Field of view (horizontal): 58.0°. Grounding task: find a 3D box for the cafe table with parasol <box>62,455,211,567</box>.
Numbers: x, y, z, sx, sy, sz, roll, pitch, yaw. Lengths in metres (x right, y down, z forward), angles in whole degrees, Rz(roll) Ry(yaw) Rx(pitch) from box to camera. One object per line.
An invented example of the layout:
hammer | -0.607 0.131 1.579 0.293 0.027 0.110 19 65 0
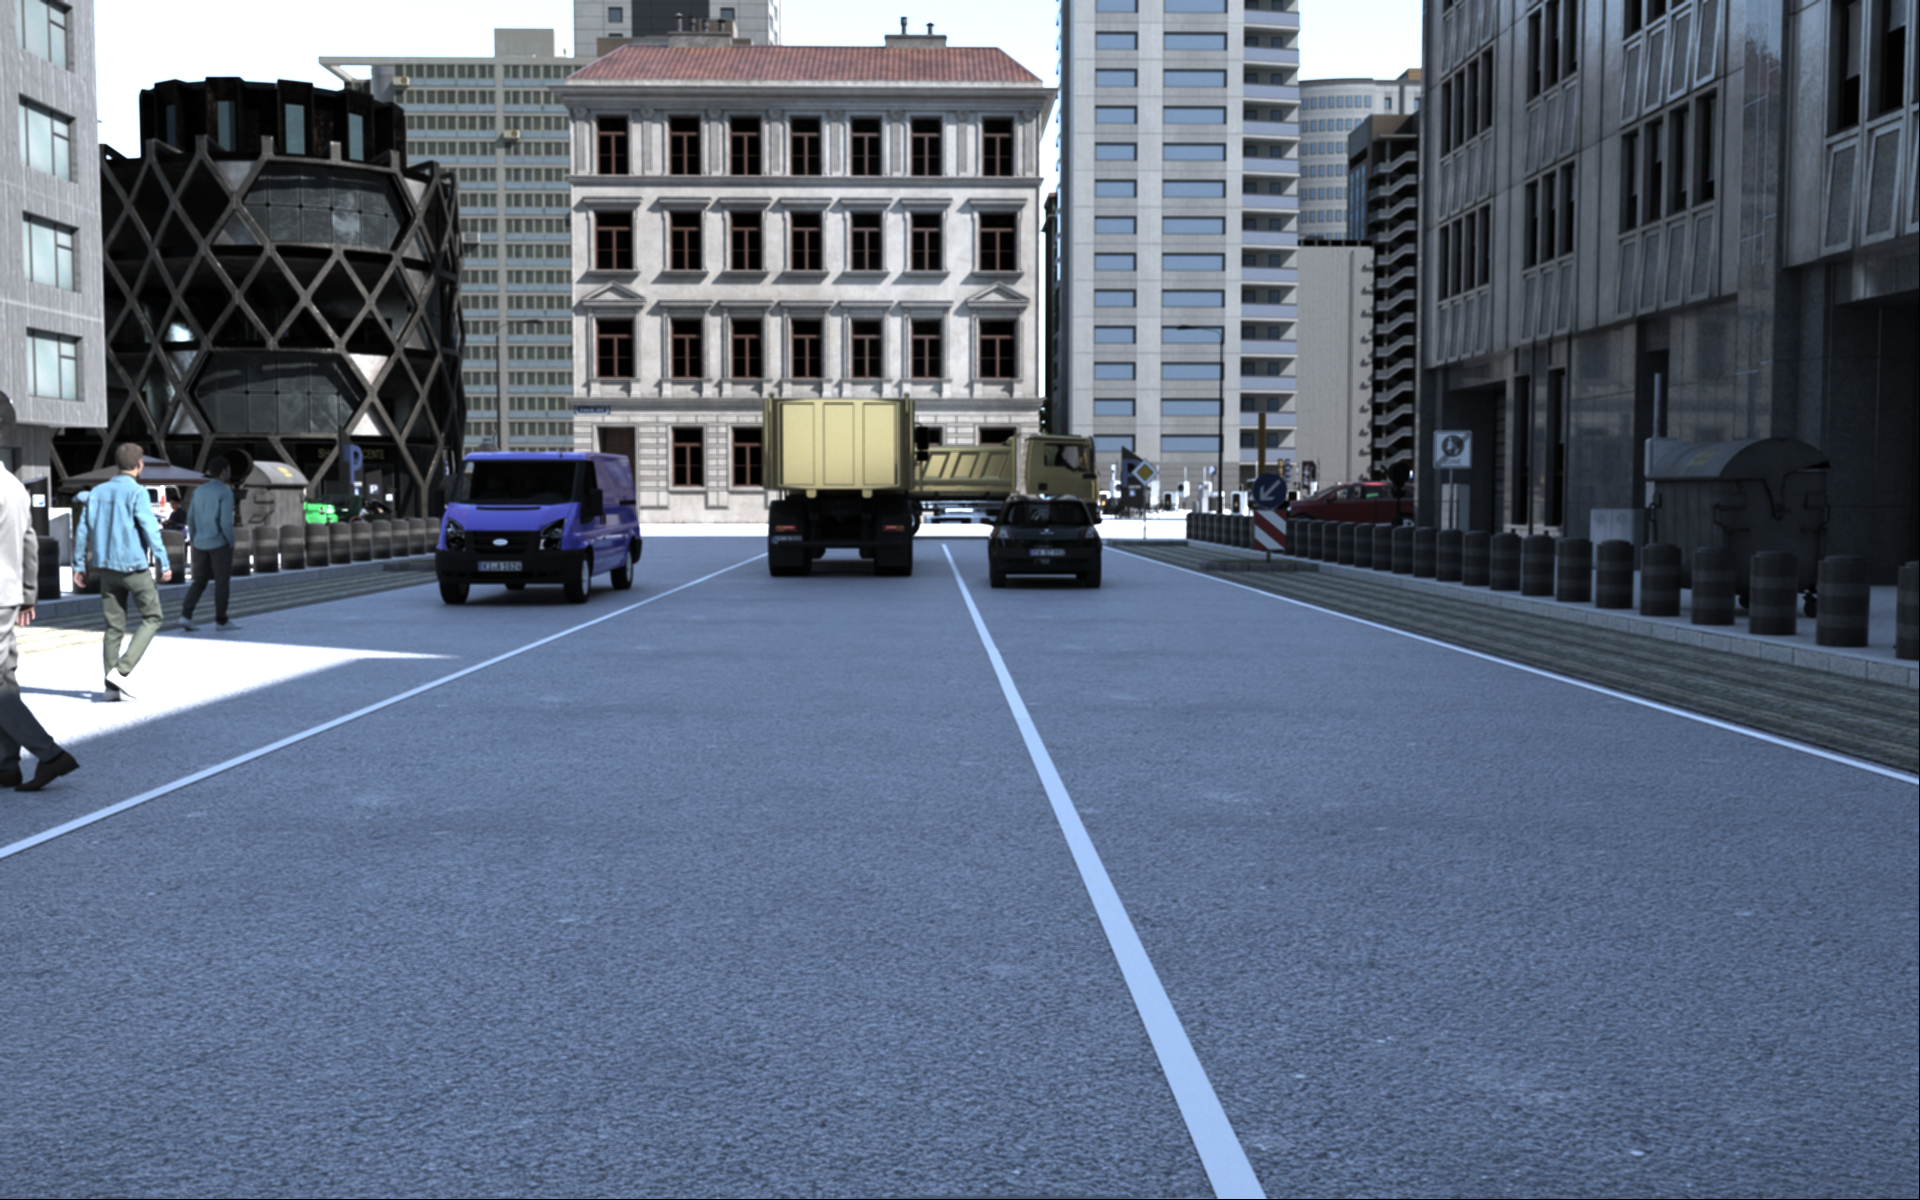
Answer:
cafe table with parasol | -14.394 -1.574 30.599 2.610 1.966 2.610 0 4 -2

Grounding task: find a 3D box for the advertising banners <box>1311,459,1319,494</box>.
advertising banners | 17.559 -5.453 85.351 0.090 3.025 2.074 0 4 6

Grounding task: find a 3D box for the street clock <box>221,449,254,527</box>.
street clock | -11.633 -1.426 27.887 0.471 2.002 0.358 0 4 -4

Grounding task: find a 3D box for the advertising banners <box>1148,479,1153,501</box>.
advertising banners | 14.823 -8.460 134.506 0.090 3.025 2.074 1 4 15

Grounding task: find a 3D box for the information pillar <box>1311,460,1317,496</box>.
information pillar | 24.286 -7.808 119.009 0.183 3.616 0.504 -2 4 -28

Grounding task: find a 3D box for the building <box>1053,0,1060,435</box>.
building | 19.040 -53.441 186.424 22.319 86.520 31.000 0 4 -1

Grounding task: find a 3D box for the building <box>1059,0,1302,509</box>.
building | 19.544 -37.621 157.108 21.231 58.520 28.212 0 4 -1

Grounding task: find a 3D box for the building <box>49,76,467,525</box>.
building | -31.207 -12.941 79.034 16.811 18.784 16.820 0 4 -1

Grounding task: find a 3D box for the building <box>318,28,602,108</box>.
building | -34.759 -27.940 148.698 32.217 40.220 23.993 0 4 -1

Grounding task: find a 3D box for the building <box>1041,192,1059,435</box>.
building | 24.532 -35.951 242.417 28.867 44.769 22.147 0 4 -1

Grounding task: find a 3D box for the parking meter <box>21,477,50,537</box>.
parking meter | -13.321 -1.011 24.935 0.372 1.533 0.369 0 3 0

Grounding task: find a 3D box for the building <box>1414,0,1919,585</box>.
building | 18.045 -13.246 34.590 12.078 24.808 19.932 0 4 -1

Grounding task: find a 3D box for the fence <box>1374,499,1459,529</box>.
fence | 8.136 -1.210 30.982 0.480 1.192 2.264 -2 4 -28

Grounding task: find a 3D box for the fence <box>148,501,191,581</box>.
fence | -12.119 -0.937 26.522 0.480 1.192 2.264 0 4 1

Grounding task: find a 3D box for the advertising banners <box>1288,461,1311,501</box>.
advertising banners | 17.668 -5.869 92.140 2.074 3.025 0.090 1 4 13

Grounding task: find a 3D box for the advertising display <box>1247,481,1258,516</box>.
advertising display | 14.905 -4.999 86.949 0.974 1.923 0.123 1 4 18

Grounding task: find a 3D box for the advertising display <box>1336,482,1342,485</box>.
advertising display | 21.202 -5.602 96.800 0.123 1.923 0.974 2 4 31

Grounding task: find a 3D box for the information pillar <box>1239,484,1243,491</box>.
information pillar | 21.508 -7.844 132.745 0.304 2.012 0.304 1 4 13

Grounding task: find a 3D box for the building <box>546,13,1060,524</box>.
building | -6.565 -14.770 77.640 21.152 22.565 11.583 0 4 -1

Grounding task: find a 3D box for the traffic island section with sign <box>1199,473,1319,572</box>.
traffic island section with sign | 5.583 -1.471 32.673 1.989 1.847 2.006 0 4 -1

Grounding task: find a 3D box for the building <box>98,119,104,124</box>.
building | -48.674 -13.851 75.614 18.267 20.994 9.793 0 4 -1

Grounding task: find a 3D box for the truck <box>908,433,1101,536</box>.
truck | 0.494 -3.702 56.445 9.791 3.379 3.469 0 4 -2

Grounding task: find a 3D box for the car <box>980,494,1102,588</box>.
car | 1.327 -1.110 27.933 2.009 1.686 4.222 0 4 1

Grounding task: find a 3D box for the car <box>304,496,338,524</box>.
car | -25.171 -3.319 63.067 4.718 1.807 1.959 0 4 0

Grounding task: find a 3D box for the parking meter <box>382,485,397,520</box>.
parking meter | -15.569 -2.376 47.265 0.372 1.533 0.369 0 3 0

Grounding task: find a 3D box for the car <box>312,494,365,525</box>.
car | -23.925 -3.410 65.538 4.222 1.686 2.009 0 4 0

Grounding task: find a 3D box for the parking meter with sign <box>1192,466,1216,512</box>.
parking meter with sign | 15.115 -6.804 107.502 1.738 3.016 0.543 -3 5 -42

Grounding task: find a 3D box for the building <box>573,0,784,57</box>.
building | -30.379 -46.101 192.006 20.611 71.187 20.563 0 4 -1

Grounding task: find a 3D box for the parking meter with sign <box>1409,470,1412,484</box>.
parking meter with sign | 32.554 -8.053 127.921 0.543 3.016 1.738 -2 4 -31

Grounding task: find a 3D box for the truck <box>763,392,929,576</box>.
truck | -2.245 -2.325 33.937 3.469 3.379 9.791 0 4 -2

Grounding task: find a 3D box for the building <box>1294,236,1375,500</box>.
building | 38.510 -26.060 197.786 14.107 30.474 14.160 0 4 -1

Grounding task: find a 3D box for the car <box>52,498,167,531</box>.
car | -26.652 -2.498 53.416 3.894 1.354 1.945 0 3 0

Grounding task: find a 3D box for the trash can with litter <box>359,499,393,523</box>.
trash can with litter | -12.874 -1.678 38.816 0.624 1.170 1.055 2 4 30

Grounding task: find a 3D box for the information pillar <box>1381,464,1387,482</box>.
information pillar | 32.558 -8.672 133.140 0.504 3.616 0.183 1 4 16

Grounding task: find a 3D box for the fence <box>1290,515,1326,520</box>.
fence | 9.669 -2.073 49.268 2.069 0.683 0.278 -2 4 -31

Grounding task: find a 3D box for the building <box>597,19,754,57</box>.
building | -26.323 -31.681 168.098 14.600 45.320 14.200 0 4 -1

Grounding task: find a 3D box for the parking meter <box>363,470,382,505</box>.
parking meter | -13.913 -2.161 41.046 0.399 1.863 0.255 -2 4 -24

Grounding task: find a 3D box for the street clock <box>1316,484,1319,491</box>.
street clock | 26.539 -7.632 129.352 0.471 2.002 0.358 2 4 29

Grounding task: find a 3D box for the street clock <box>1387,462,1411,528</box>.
street clock | 9.958 -2.126 39.337 0.471 2.002 0.358 -1 4 -16

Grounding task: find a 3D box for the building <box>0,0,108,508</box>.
building | -27.295 -21.572 36.297 14.086 41.232 14.154 0 4 -1

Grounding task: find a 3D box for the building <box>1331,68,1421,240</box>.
building | 53.063 -42.856 242.691 28.212 58.520 21.231 0 4 -1

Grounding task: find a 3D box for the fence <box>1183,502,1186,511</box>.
fence | 17.175 -7.176 132.710 0.278 0.683 2.069 1 4 12

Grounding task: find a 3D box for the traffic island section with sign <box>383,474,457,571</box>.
traffic island section with sign | -9.652 -1.480 32.829 1.989 1.847 2.006 0 4 -1

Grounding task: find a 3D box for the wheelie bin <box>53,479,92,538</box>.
wheelie bin | -18.820 -1.772 36.884 0.980 1.594 0.693 0 4 1

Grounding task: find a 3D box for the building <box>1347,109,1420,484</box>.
building | 52.720 -33.477 197.453 14.200 45.320 14.600 0 4 -1

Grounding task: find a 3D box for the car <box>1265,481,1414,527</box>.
car | 11.881 -2.710 52.975 5.304 1.827 2.281 0 4 -2
